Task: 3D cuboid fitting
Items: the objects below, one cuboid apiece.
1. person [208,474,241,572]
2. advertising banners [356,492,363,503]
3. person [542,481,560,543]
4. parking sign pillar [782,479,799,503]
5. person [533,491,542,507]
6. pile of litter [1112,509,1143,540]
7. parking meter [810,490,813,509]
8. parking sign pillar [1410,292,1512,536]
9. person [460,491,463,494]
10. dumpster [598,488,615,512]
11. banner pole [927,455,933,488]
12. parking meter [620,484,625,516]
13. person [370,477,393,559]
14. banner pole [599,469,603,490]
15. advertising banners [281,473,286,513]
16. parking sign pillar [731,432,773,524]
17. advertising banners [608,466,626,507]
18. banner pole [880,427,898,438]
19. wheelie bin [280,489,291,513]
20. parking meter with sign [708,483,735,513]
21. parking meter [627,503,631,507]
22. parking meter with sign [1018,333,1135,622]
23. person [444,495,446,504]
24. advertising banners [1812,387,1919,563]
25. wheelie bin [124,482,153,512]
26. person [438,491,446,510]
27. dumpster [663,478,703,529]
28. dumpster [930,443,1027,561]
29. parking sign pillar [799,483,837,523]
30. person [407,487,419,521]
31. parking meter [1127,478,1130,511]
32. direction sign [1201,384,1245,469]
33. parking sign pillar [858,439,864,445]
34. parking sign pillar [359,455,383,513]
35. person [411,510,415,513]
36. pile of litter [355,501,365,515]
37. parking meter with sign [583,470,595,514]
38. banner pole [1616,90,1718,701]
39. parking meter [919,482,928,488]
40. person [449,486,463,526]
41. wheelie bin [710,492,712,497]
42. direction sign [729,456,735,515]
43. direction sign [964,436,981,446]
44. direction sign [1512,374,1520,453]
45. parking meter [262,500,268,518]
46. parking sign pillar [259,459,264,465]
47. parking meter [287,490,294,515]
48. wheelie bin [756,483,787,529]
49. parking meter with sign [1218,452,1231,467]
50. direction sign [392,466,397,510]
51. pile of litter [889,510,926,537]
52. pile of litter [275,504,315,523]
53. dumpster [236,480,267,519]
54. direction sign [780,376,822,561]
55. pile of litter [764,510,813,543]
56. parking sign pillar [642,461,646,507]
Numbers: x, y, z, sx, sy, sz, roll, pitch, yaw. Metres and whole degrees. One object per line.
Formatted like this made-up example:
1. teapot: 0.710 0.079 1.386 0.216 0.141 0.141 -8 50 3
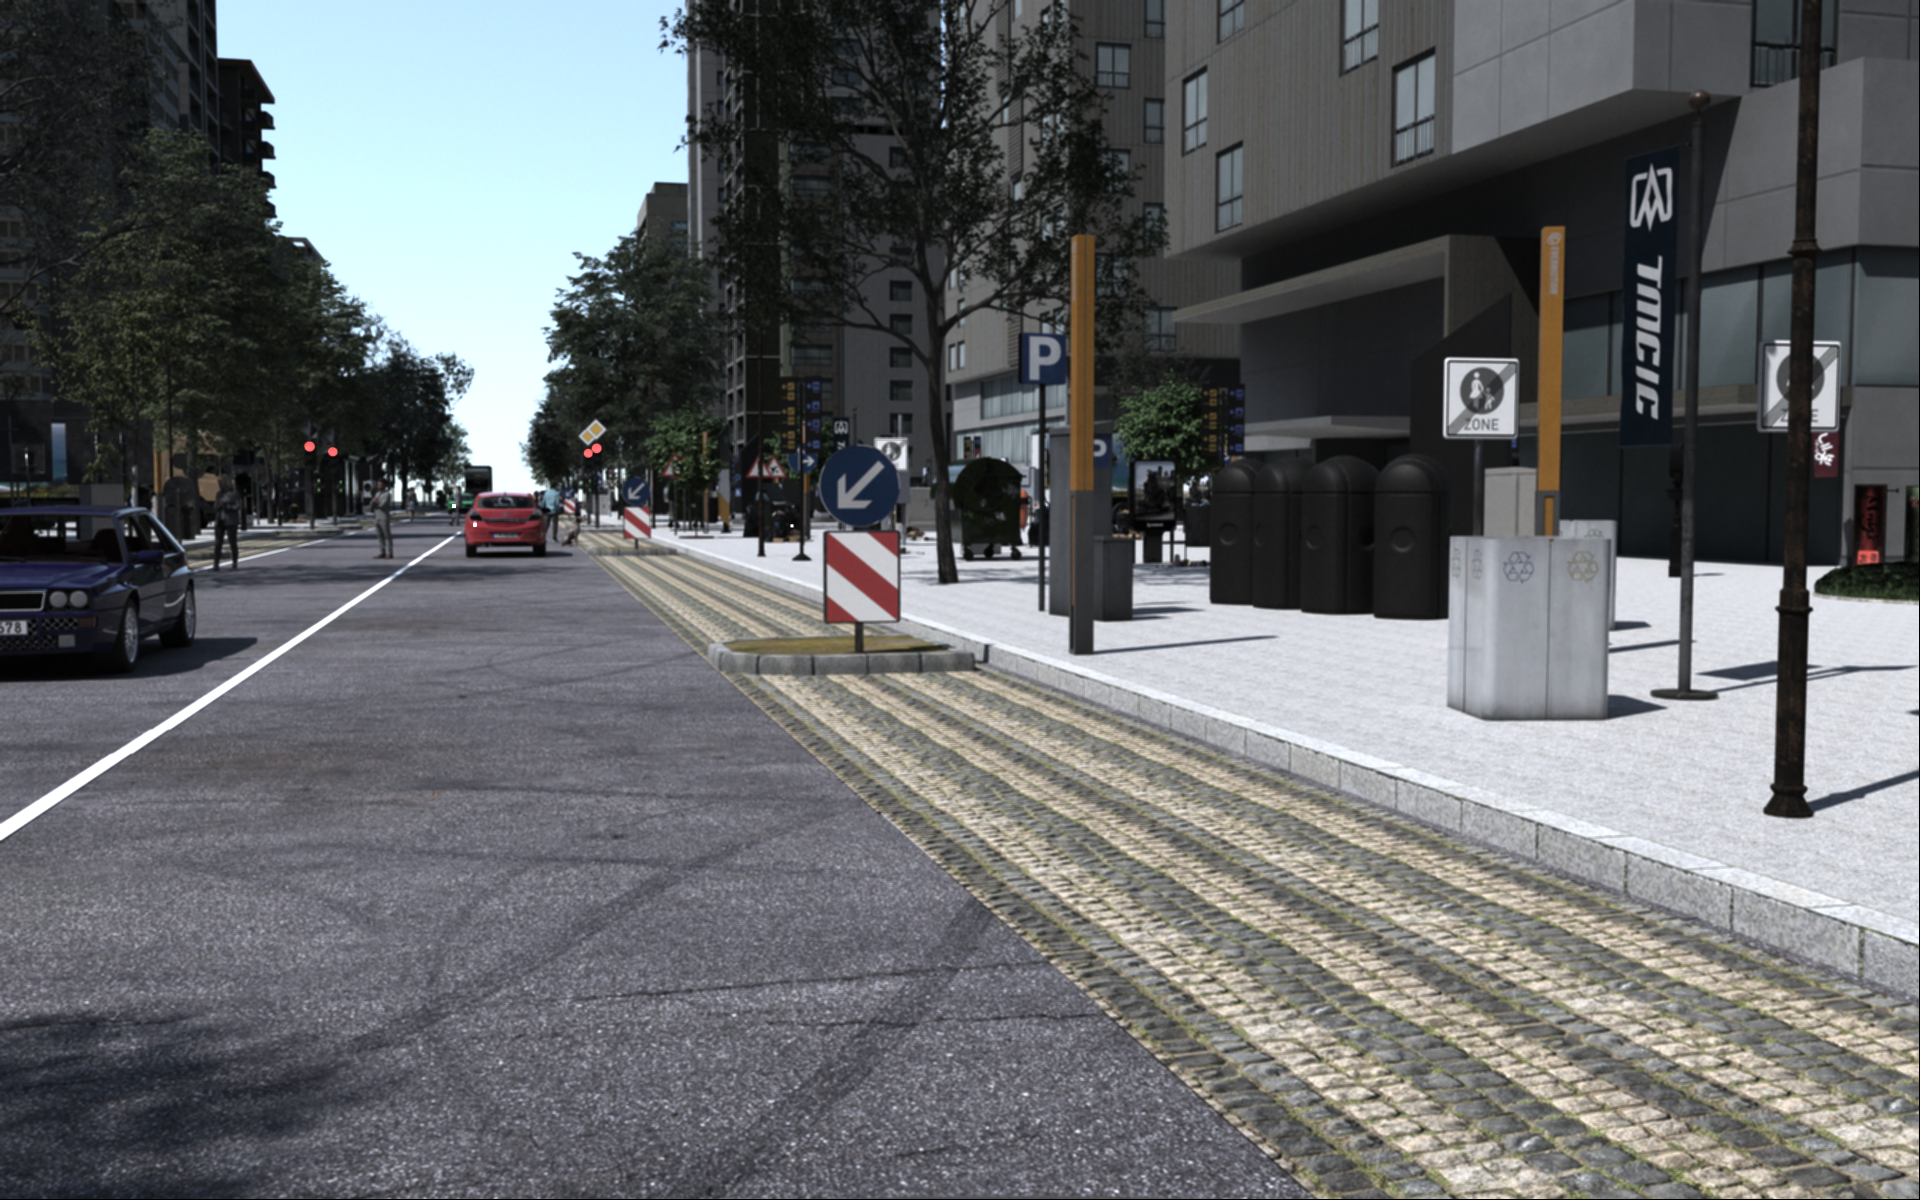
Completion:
1. person: -13.574 -1.429 32.048 0.537 1.800 0.526 1 4 16
2. advertising banners: -40.370 -7.197 113.863 2.074 3.025 0.090 -1 4 -11
3. person: -12.121 -2.612 51.228 0.660 1.820 0.620 1 4 18
4. parking sign pillar: -10.204 -7.189 106.019 1.447 3.967 1.447 0 4 7
5. person: -37.735 -8.886 154.503 1.217 1.735 0.721 0 4 5
6. pile of litter: 4.645 -2.128 48.761 1.719 0.858 1.176 1 4 19
7. parking meter: -9.785 -6.520 115.020 0.372 1.533 0.369 0 3 0
8. parking sign pillar: 6.840 -2.153 23.668 1.447 3.967 1.447 2 4 25
9. person: -39.374 -7.820 136.454 0.694 1.812 0.767 -3 4 -38
10. dumpster: -25.941 -7.422 127.111 1.264 1.857 1.865 -1 4 -14
11. banner pole: -1.947 -7.428 111.469 0.401 3.779 0.863 2 4 30
12. parking meter: -19.877 -5.878 101.815 0.255 1.863 0.399 1 4 14
13. person: -12.866 -1.820 38.445 0.511 1.800 0.466 2 4 24
14. banner pole: -25.361 -8.060 121.802 0.863 3.779 0.401 3 4 37
15. advertising banners: -44.226 -7.155 113.172 0.090 3.025 2.074 -1 4 -14
16. parking sign pillar: -9.070 -5.236 74.074 1.447 3.967 1.447 2 4 34
17. advertising banners: -21.096 -6.862 108.377 2.074 3.025 0.090 0 4 4
18. banner pole: -2.569 -4.551 64.420 0.863 3.779 0.401 0 4 7
19. wheelie bin: -44.610 -6.536 114.777 0.980 1.594 0.693 -1 4 -15
20. parking meter with sign: -14.997 -6.905 109.157 0.543 3.016 1.738 3 4 38
21. parking meter: -21.926 -6.522 115.042 0.372 1.533 0.369 0 3 0
22. parking meter with sign: 1.249 -1.338 18.140 0.543 3.016 1.738 -2 4 -25
23. person: -47.756 -9.073 160.071 0.599 1.433 0.991 0 4 -2
24. advertising banners: 14.693 -1.938 27.874 2.074 3.025 0.090 3 5 45
25. wheelie bin: -21.700 -2.318 45.814 0.693 1.594 0.980 -2 4 -28
26. person: -47.172 -9.085 157.589 0.434 1.755 0.990 2 4 29
27. dumpster: -10.254 -3.810 64.787 1.502 2.255 1.985 -1 4 -14
28. dumpster: 0.362 -1.917 33.841 1.502 2.255 1.985 -1 4 -14
29. parking sign pillar: -6.238 -5.465 77.831 1.447 3.967 1.447 -1 4 -20
30. person: -28.762 -5.040 90.990 0.616 1.811 0.778 -1 4 -20
31. parking meter: 5.373 -2.920 53.451 0.255 1.863 0.399 -2 4 -32
32. direction sign: 5.402 -2.669 35.632 0.876 3.537 0.379 0 4 -1
33. parking sign pillar: -4.522 -5.957 85.874 1.447 3.967 1.447 2 4 32
34. parking sign pillar: -40.647 -7.988 119.074 1.447 3.967 1.447 -1 4 -18
35. person: -40.993 -7.411 129.773 0.635 1.810 0.391 2 4 31
36. pile of litter: -37.994 -5.808 108.927 1.176 0.858 1.719 -2 4 -26
37. parking meter with sign: -26.359 -7.736 122.740 0.543 3.016 1.738 -1 4 -14
38. banner pole: 4.498 -1.287 11.053 0.401 3.779 0.863 -1 4 -21
39. parking meter: -1.826 -4.922 86.178 0.399 1.863 0.255 2 4 32
40. person: -22.620 -4.250 78.111 0.853 1.813 0.709 -3 4 -36
41. wheelie bin: -17.049 -6.630 116.303 0.693 1.594 0.980 -2 4 -35
42. direction sign: -13.711 -6.832 103.704 0.379 3.537 0.876 -3 4 -37
43. direction sign: 0.485 -4.661 68.209 0.876 3.537 0.379 3 5 42
44. direction sign: 10.362 -2.511 33.053 0.379 3.537 0.876 -1 4 -19
45. parking meter: -38.633 -5.532 96.165 0.399 1.863 0.255 1 4 13
46. parking sign pillar: -52.980 -8.694 130.615 1.447 3.967 1.447 1 4 9
47. parking meter: -37.953 -5.490 98.166 0.372 1.533 0.369 0 3 0
48. wheelie bin: -5.443 -2.554 49.674 0.693 1.594 0.980 3 4 38
49. parking meter with sign: 11.130 -4.528 70.287 0.543 3.016 1.738 -1 4 -21
50. direction sign: -46.318 -9.153 141.652 0.379 3.537 0.876 0 4 -4
51. pile of litter: -1.571 -2.319 51.886 1.176 0.858 1.719 1 4 23
52. pile of litter: -29.569 -3.858 77.041 1.719 0.858 1.176 -1 4 -18
53. dumpster: -36.410 -5.277 88.770 1.502 2.255 1.985 -1 4 -14
54. direction sign: -3.057 -2.530 33.358 0.876 3.537 0.379 1 4 22
55. pile of litter: -4.609 -1.984 46.410 1.719 0.858 1.176 -3 5 -40
56. parking sign pillar: -21.660 -7.970 118.774 1.447 3.967 1.447 0 4 5
